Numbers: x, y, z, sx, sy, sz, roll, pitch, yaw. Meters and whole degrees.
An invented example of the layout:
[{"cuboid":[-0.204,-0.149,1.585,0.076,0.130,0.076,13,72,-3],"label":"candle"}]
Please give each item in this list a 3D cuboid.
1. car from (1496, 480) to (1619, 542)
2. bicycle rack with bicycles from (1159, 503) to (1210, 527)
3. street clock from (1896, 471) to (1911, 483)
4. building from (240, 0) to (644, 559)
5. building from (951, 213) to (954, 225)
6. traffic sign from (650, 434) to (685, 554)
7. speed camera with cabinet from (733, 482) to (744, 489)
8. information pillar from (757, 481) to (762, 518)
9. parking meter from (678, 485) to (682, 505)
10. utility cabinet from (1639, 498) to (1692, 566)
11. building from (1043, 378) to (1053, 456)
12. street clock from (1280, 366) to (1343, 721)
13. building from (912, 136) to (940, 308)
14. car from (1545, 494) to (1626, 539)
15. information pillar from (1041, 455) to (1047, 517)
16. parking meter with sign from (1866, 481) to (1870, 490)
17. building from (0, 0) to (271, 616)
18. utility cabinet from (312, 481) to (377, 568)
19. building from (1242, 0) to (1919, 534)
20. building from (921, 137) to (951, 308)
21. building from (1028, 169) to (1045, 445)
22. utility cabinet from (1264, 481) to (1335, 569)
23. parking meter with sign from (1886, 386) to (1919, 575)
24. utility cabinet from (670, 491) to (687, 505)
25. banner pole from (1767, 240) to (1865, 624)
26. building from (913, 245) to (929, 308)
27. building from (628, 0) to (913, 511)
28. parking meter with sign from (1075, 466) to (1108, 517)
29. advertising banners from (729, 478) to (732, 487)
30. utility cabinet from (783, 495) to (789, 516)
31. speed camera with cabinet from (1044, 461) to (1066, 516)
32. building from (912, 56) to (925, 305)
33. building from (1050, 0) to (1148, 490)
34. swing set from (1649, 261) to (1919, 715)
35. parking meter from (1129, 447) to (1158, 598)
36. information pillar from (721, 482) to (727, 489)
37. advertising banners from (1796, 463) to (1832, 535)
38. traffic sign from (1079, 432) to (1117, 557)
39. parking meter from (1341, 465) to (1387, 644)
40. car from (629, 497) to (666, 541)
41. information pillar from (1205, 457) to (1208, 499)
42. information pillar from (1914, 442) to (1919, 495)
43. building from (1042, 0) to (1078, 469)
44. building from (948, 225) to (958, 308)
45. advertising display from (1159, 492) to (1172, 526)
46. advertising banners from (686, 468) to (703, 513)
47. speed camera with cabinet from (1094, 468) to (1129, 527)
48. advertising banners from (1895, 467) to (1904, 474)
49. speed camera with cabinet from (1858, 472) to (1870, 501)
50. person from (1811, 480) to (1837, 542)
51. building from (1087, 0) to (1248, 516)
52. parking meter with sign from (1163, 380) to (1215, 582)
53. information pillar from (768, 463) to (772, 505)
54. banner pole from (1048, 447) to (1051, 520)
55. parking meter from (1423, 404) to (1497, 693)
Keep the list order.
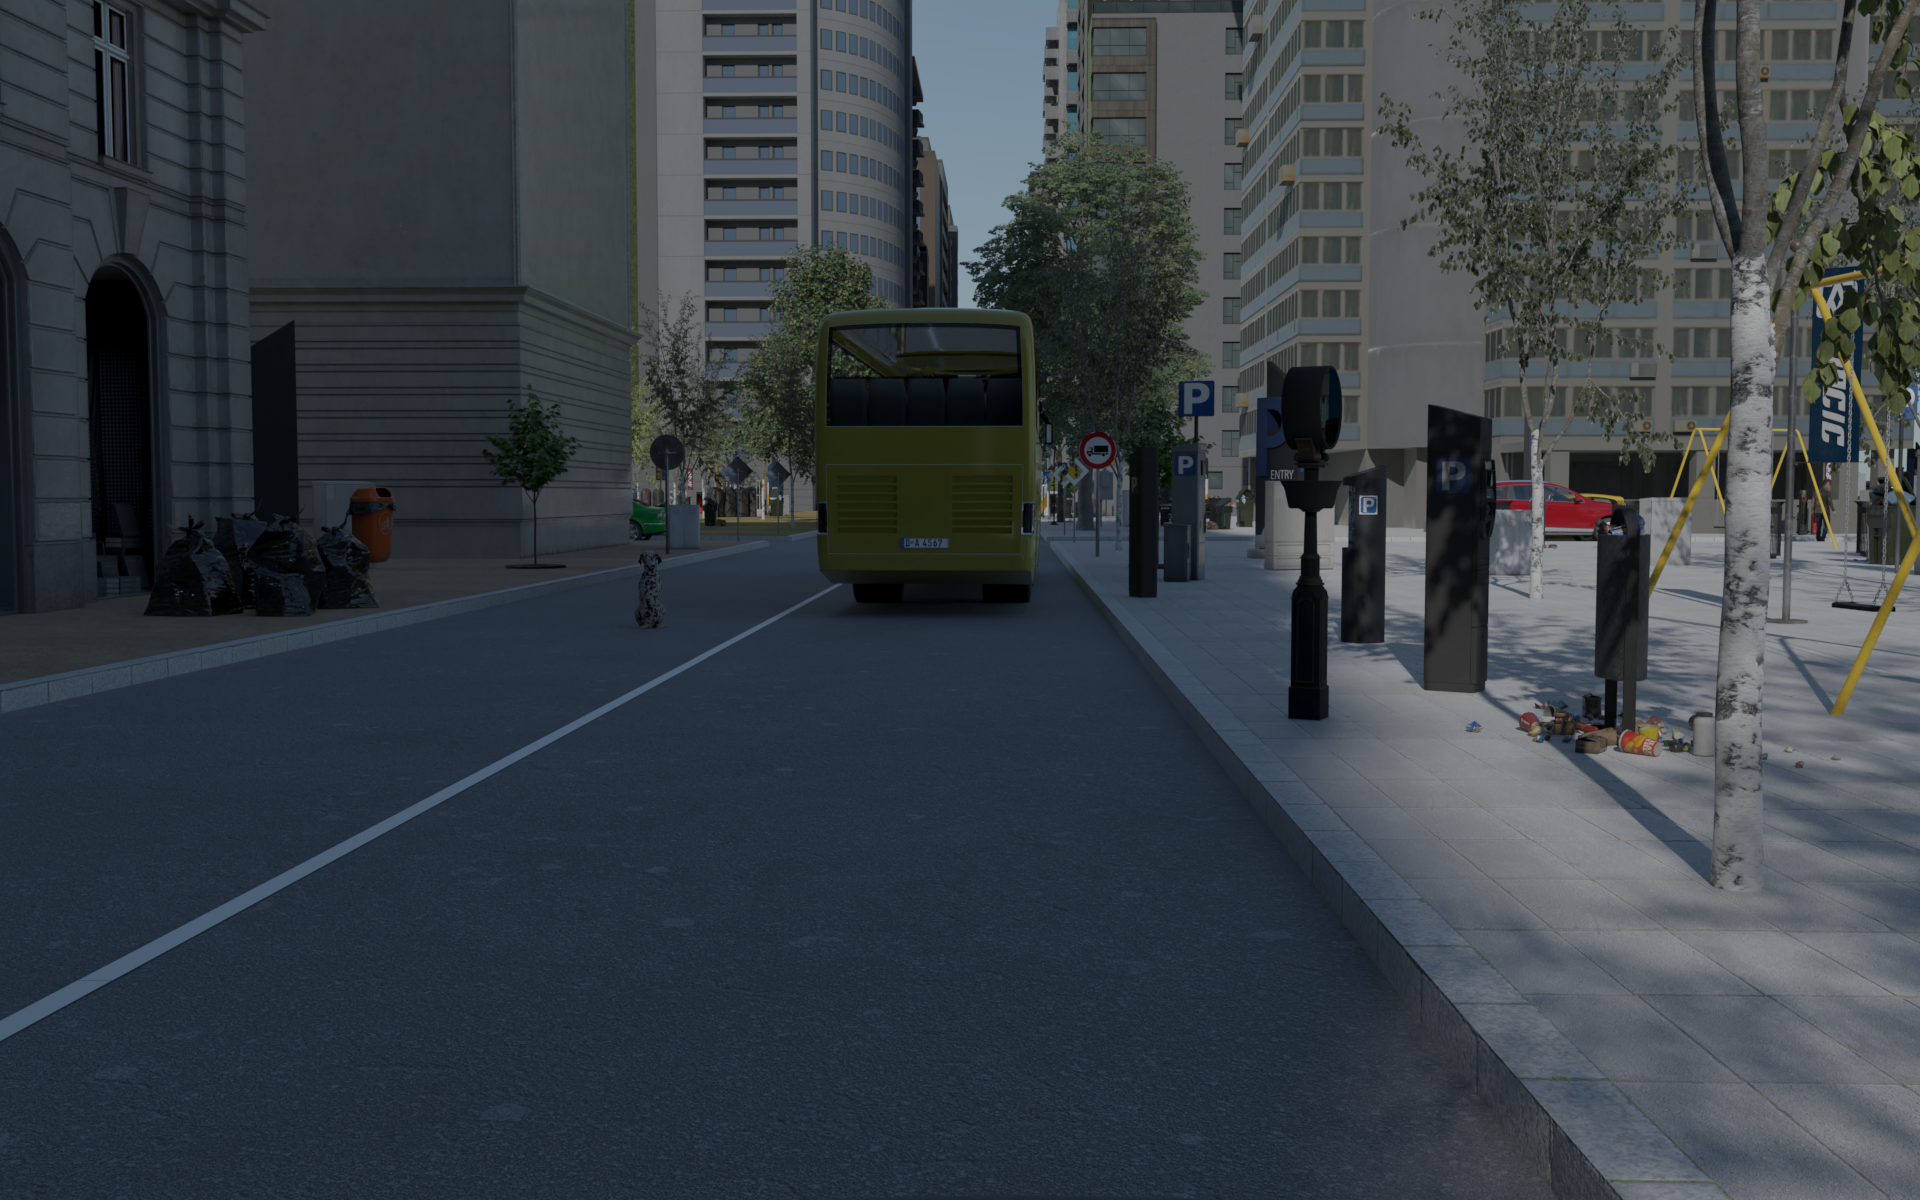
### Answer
[{"cuboid":[16.079,-2.413,48.130,5.304,1.827,2.281,0,4,0],"label":"car"},{"cuboid":[8.850,-3.285,67.095,2.925,0.926,2.852,-1,4,-10],"label":"bicycle rack with bicycles"},{"cuboid":[29.890,-3.081,54.937,0.471,2.002,0.358,-2,4,-33],"label":"street clock"},{"cuboid":[-18.306,-12.398,38.864,21.152,22.565,11.583,0,4,2],"label":"building"},{"cuboid":[-11.878,-39.789,274.248,21.300,48.544,21.600,0,4,2],"label":"building"},{"cuboid":[-6.249,-2.253,36.940,0.768,2.556,0.104,0,4,8],"label":"traffic sign"},{"cuboid":[-13.110,-6.608,102.375,0.660,3.252,2.038,0,4,-8],"label":"speed camera with cabinet"},{"cuboid":[-10.817,-5.469,93.908,0.304,2.012,0.304,-3,4,-38],"label":"information pillar"},{"cuboid":[-18.194,-6.562,113.007,0.255,1.863,0.399,-2,4,-34],"label":"parking meter"},{"cuboid":[12.683,-1.223,31.159,1.020,1.237,0.306,-2,4,-25],"label":"utility cabinet"},{"cuboid":[17.624,-27.513,221.540,14.160,30.474,14.107,0,4,2],"label":"building"},{"cuboid":[1.996,-0.324,9.863,0.358,2.002,0.471,2,4,27],"label":"street clock"},{"cuboid":[-9.759,-34.894,220.631,14.600,45.320,14.200,0,4,2],"label":"building"},{"cuboid":[17.616,-2.454,50.342,3.980,1.641,2.015,0,4,3],"label":"car"},{"cuboid":[4.687,-6.480,97.295,0.504,3.616,0.183,-3,5,-41],"label":"information pillar"},{"cuboid":[52.867,-6.390,100.745,1.738,3.016,0.543,2,4,32],"label":"parking meter with sign"},{"cuboid":[-15.928,-10.407,11.959,13.314,21.916,24.055,0,4,2],"label":"building"},{"cuboid":[-10.387,-1.261,29.292,0.318,1.500,1.173,1,4,23],"label":"utility cabinet"},{"cuboid":[24.498,-23.178,70.845,23.993,40.220,32.217,0,4,2],"label":"building"},{"cuboid":[-12.646,-37.611,238.636,21.300,48.544,21.600,0,4,2],"label":"building"},{"cuboid":[25.206,-41.843,273.375,28.713,52.752,27.495,0,4,2],"label":"building"},{"cuboid":[5.747,-1.259,29.269,1.173,1.500,0.318,-1,4,-20],"label":"utility cabinet"},{"cuboid":[15.373,-1.885,27.078,0.543,3.016,1.738,-1,4,-18],"label":"parking meter with sign"},{"cuboid":[-19.801,-6.920,121.826,1.173,1.500,0.318,-1,4,-9],"label":"utility cabinet"},{"cuboid":[8.404,-1.650,16.997,0.863,3.779,0.401,3,5,43],"label":"banner pole"},{"cuboid":[-10.767,-25.780,193.207,14.160,30.474,14.107,0,4,2],"label":"building"},{"cuboid":[-15.164,-36.727,142.481,21.231,58.520,28.212,0,4,2],"label":"building"},{"cuboid":[7.228,-6.061,95.360,1.738,3.016,0.543,1,4,12],"label":"parking meter with sign"},{"cuboid":[-14.974,-7.311,115.729,0.090,3.025,2.074,2,4,24],"label":"advertising banners"},{"cuboid":[-10.558,-5.570,102.236,0.306,1.237,1.020,3,5,42],"label":"utility cabinet"},{"cuboid":[5.801,-6.593,102.124,2.038,3.252,0.660,-3,4,-38],"label":"speed camera with cabinet"},{"cuboid":[-14.901,-31.609,171.432,22.147,44.769,28.867,0,4,2],"label":"building"},{"cuboid":[17.712,-42.768,137.514,20.563,71.187,20.611,0,4,2],"label":"building"},{"cuboid":[6.375,-0.842,11.384,2.862,2.851,3.119,0,4,-5],"label":"swing set"},{"cuboid":[2.280,-0.970,21.564,0.255,1.863,0.399,-1,4,-16],"label":"parking meter"},{"cuboid":[-14.245,-6.122,104.580,0.304,2.012,0.304,-1,4,-22],"label":"information pillar"},{"cuboid":[26.946,-3.567,54.516,2.074,3.025,0.090,-2,4,-35],"label":"advertising banners"},{"cuboid":[2.817,-2.160,35.416,0.768,2.556,0.104,1,4,10],"label":"traffic sign"},{"cuboid":[3.495,-0.402,14.990,0.372,1.533,0.369,0,3,0],"label":"parking meter"},{"cuboid":[-10.817,-2.557,50.611,4.718,1.807,1.959,0,4,1],"label":"car"},{"cuboid":[13.455,-6.377,95.612,0.504,3.616,0.183,3,4,36],"label":"information pillar"},{"cuboid":[42.744,-5.255,77.274,0.183,3.616,0.504,0,4,-4],"label":"information pillar"},{"cuboid":[19.013,-33.275,163.648,23.786,49.044,30.456,0,4,2],"label":"building"},{"cuboid":[-7.476,-35.042,256.530,14.154,41.232,14.086,0,4,2],"label":"building"},{"cuboid":[8.267,-3.951,69.820,0.974,1.923,0.123,1,4,22],"label":"advertising display"},{"cuboid":[-17.335,-7.294,115.440,2.074,3.025,0.090,1,4,20],"label":"advertising banners"},{"cuboid":[6.343,-4.524,68.305,2.038,3.252,0.660,0,4,-6],"label":"speed camera with cabinet"},{"cuboid":[59.917,-7.089,112.097,2.074,3.025,0.090,1,4,19],"label":"advertising banners"},{"cuboid":[37.177,-4.696,71.111,0.660,3.252,2.038,0,4,-7],"label":"speed camera with cabinet"},{"cuboid":[24.350,-2.472,48.827,0.656,1.842,0.836,2,4,26],"label":"person"},{"cuboid":[14.688,-20.420,105.566,14.160,30.474,14.107,0,4,2],"label":"building"},{"cuboid":[3.402,-1.815,25.934,0.543,3.016,1.738,1,4,17],"label":"parking meter with sign"},{"cuboid":[-13.457,-8.073,123.344,0.504,3.616,0.183,2,4,24],"label":"information pillar"},{"cuboid":[4.399,-5.800,84.843,0.401,3.779,0.863,1,4,8],"label":"banner pole"},{"cuboid":[3.251,-0.340,11.262,0.399,1.863,0.255,2,4,33],"label":"parking meter"}]
